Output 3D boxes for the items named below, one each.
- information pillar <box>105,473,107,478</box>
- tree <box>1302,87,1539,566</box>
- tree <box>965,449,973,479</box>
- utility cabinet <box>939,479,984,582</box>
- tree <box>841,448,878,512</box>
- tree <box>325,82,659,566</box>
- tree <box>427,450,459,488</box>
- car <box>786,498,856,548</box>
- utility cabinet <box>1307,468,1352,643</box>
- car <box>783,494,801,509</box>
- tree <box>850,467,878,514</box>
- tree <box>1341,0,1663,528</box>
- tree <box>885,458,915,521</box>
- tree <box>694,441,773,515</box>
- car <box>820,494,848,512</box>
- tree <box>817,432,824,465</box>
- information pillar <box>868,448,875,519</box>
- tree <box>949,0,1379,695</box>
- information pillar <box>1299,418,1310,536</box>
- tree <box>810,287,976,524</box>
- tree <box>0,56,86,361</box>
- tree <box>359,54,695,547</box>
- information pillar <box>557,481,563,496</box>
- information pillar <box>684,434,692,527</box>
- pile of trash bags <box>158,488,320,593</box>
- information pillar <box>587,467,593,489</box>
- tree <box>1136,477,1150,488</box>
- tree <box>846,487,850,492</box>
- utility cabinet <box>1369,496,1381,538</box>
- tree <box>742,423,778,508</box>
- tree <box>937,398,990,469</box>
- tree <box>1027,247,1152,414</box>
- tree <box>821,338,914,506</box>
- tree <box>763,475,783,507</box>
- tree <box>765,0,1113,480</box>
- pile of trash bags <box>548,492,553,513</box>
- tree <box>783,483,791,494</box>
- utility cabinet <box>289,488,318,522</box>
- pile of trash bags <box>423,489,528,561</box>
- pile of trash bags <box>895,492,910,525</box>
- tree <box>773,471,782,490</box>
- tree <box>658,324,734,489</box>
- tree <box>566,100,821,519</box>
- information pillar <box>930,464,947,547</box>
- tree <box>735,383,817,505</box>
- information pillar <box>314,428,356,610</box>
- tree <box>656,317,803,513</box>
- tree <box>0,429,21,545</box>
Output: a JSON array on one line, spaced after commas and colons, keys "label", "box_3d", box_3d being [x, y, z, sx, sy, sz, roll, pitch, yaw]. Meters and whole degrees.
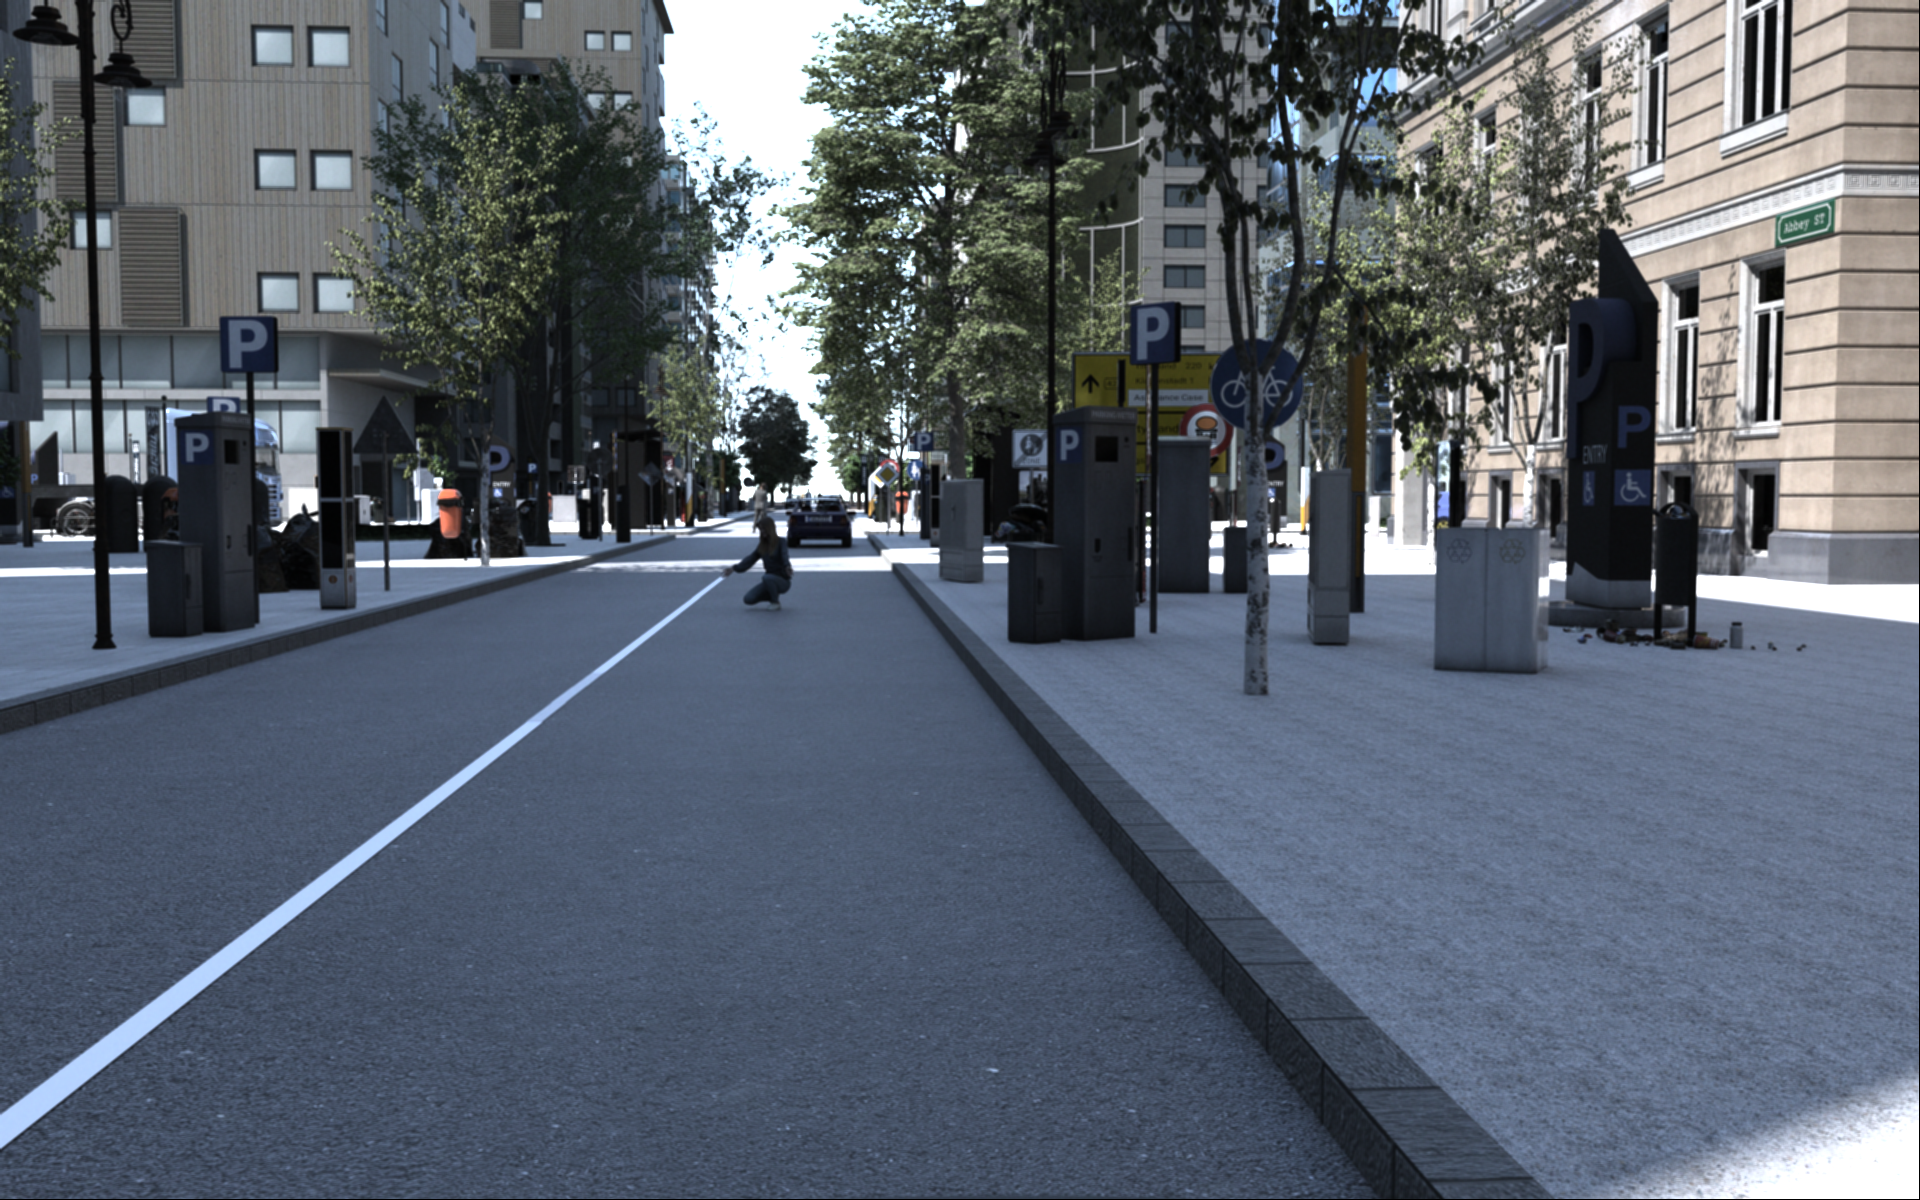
[{"label": "information pillar", "box_3d": [-29.983, -3.427, 60.524, 0.304, 2.012, 0.304, -3, 5, -43]}, {"label": "tree", "box_3d": [8.220, -4.923, 30.856, 4.737, 8.622, 4.395, 0, 3, 0]}, {"label": "tree", "box_3d": [1.088, -7.814, 111.469, 4.285, 4.588, 4.351, 0, 3, 0]}, {"label": "utility cabinet", "box_3d": [0.003, -1.028, 25.488, 0.318, 1.500, 1.173, -1, 4, -19]}, {"label": "tree", "box_3d": [-6.758, -8.531, 123.191, 4.285, 4.588, 4.351, 0, 3, 0]}, {"label": "tree", "box_3d": [-8.682, -4.921, 30.816, 4.737, 8.622, 4.395, 0, 3, 0]}, {"label": "tree", "box_3d": [-23.308, -5.029, 76.822, 1.663, 3.219, 1.824, 0, 3, 0]}, {"label": "car", "box_3d": [-3.845, -2.150, 47.732, 1.945, 1.354, 3.894, 0, 4, -3]}, {"label": "utility cabinet", "box_3d": [3.222, -0.399, 15.198, 0.318, 1.500, 1.173, 1, 4, 9]}, {"label": "car", "box_3d": [-15.876, -9.534, 165.674, 2.009, 1.686, 4.222, 0, 4, -5]}, {"label": "tree", "box_3d": [-5.615, -7.063, 110.083, 1.663, 3.219, 1.824, 0, 3, 0]}, {"label": "tree", "box_3d": [8.383, -4.611, 25.752, 4.360, 8.622, 3.978, 0, 3, 0]}, {"label": "tree", "box_3d": [-2.804, -5.428, 83.353, 1.663, 3.219, 1.824, 0, 3, 0]}, {"label": "tree", "box_3d": [-14.875, -7.574, 107.542, 4.285, 4.588, 4.351, 0, 3, 0]}, {"label": "car", "box_3d": [-7.443, -5.531, 100.214, 2.009, 1.686, 4.222, 0, 4, -5]}, {"label": "tree", "box_3d": [-25.807, -21.827, 263.532, 9.857, 13.997, 8.962, 0, 3, 0]}, {"label": "information pillar", "box_3d": [-4.479, -5.900, 87.821, 0.183, 3.616, 0.504, 2, 4, 29]}, {"label": "tree", "box_3d": [1.793, -3.687, 10.650, 4.360, 8.622, 3.978, 0, 3, 0]}, {"label": "information pillar", "box_3d": [10.658, -3.795, 53.404, 0.183, 3.616, 0.504, 2, 4, 34]}, {"label": "tree", "box_3d": [-2.820, -8.591, 74.868, 8.767, 10.594, 7.601, 1, 4, 21]}, {"label": "tree", "box_3d": [-16.577, -4.786, 28.614, 4.737, 8.622, 4.395, 0, 3, 0]}, {"label": "tree", "box_3d": [-10.341, -7.122, 42.208, 9.928, 11.665, 9.643, 0, 3, 0]}, {"label": "information pillar", "box_3d": [-22.328, -5.646, 96.806, 0.304, 2.012, 0.304, -1, 4, -16]}, {"label": "information pillar", "box_3d": [-10.582, -4.659, 67.523, 0.183, 3.616, 0.504, 1, 4, 13]}, {"label": "pile of trash bags", "box_3d": [-10.040, -0.857, 23.760, 3.447, 1.369, 1.912, 3, 5, 40]}, {"label": "information pillar", "box_3d": [-20.222, -6.319, 94.665, 0.504, 3.616, 0.183, 3, 5, 45]}, {"label": "tree", "box_3d": [8.737, -5.567, 85.614, 1.663, 3.219, 1.824, 0, 3, 0]}, {"label": "tree", "box_3d": [-13.435, -13.770, 219.739, 1.663, 3.219, 1.824, 0, 3, 0]}, {"label": "utility cabinet", "box_3d": [12.190, -2.436, 50.985, 0.306, 1.237, 1.020, 1, 4, 11]}, {"label": "tree", "box_3d": [-17.919, -12.779, 159.292, 4.360, 8.622, 3.978, 0, 3, 0]}, {"label": "tree", "box_3d": [0.281, -10.254, 118.018, 4.737, 8.622, 4.395, 0, 3, 0]}, {"label": "tree", "box_3d": [3.960, -6.230, 52.215, 4.737, 8.622, 4.395, 0, 3, 0]}, {"label": "tree", "box_3d": [-10.185, -20.248, 186.943, 12.611, 20.169, 13.585, 0, 3, 0]}, {"label": "tree", "box_3d": [-19.357, -11.110, 176.243, 1.663, 3.219, 1.824, 0, 3, 0]}, {"label": "tree", "box_3d": [-0.354, -7.145, 34.950, 7.486, 12.596, 7.792, 0, 3, 0]}, {"label": "pile of trash bags", "box_3d": [-18.809, -3.840, 72.538, 3.447, 1.369, 1.912, -1, 4, -8]}, {"label": "tree", "box_3d": [-25.100, -15.359, 245.715, 1.663, 3.219, 1.824, 0, 3, 0]}, {"label": "utility cabinet", "box_3d": [-24.769, -3.481, 65.594, 1.173, 1.500, 0.318, 0, 4, 1]}, {"label": "pile of trash bags", "box_3d": [-9.746, -1.508, 34.404, 1.912, 1.369, 3.447, 0, 4, -3]}, {"label": "pile of trash bags", "box_3d": [-0.998, -3.802, 71.916, 3.447, 1.369, 1.912, -1, 4, -10]}, {"label": "tree", "box_3d": [-21.102, -12.489, 187.909, 4.285, 4.588, 4.351, 0, 3, 0]}, {"label": "tree", "box_3d": [-11.777, -7.601, 74.642, 4.737, 8.622, 4.395, 0, 3, 0]}, {"label": "tree", "box_3d": [-13.478, -14.088, 86.229, 12.611, 20.169, 13.585, 0, 3, 0]}, {"label": "information pillar", "box_3d": [-0.520, -2.287, 41.892, 0.304, 2.012, 0.304, 2, 4, 31]}, {"label": "tree", "box_3d": [-21.727, -17.922, 199.674, 9.857, 13.997, 8.962, 0, 3, 0]}, {"label": "information pillar", "box_3d": [-6.946, -0.906, 19.297, 0.304, 2.012, 0.304, 0, 4, 1]}, {"label": "tree", "box_3d": [-16.086, -12.835, 120.216, 12.009, 13.543, 11.850, 0, 3, 0]}, {"label": "tree", "box_3d": [-24.559, -3.034, 44.205, 1.663, 3.219, 1.824, 0, 3, 0]}]
